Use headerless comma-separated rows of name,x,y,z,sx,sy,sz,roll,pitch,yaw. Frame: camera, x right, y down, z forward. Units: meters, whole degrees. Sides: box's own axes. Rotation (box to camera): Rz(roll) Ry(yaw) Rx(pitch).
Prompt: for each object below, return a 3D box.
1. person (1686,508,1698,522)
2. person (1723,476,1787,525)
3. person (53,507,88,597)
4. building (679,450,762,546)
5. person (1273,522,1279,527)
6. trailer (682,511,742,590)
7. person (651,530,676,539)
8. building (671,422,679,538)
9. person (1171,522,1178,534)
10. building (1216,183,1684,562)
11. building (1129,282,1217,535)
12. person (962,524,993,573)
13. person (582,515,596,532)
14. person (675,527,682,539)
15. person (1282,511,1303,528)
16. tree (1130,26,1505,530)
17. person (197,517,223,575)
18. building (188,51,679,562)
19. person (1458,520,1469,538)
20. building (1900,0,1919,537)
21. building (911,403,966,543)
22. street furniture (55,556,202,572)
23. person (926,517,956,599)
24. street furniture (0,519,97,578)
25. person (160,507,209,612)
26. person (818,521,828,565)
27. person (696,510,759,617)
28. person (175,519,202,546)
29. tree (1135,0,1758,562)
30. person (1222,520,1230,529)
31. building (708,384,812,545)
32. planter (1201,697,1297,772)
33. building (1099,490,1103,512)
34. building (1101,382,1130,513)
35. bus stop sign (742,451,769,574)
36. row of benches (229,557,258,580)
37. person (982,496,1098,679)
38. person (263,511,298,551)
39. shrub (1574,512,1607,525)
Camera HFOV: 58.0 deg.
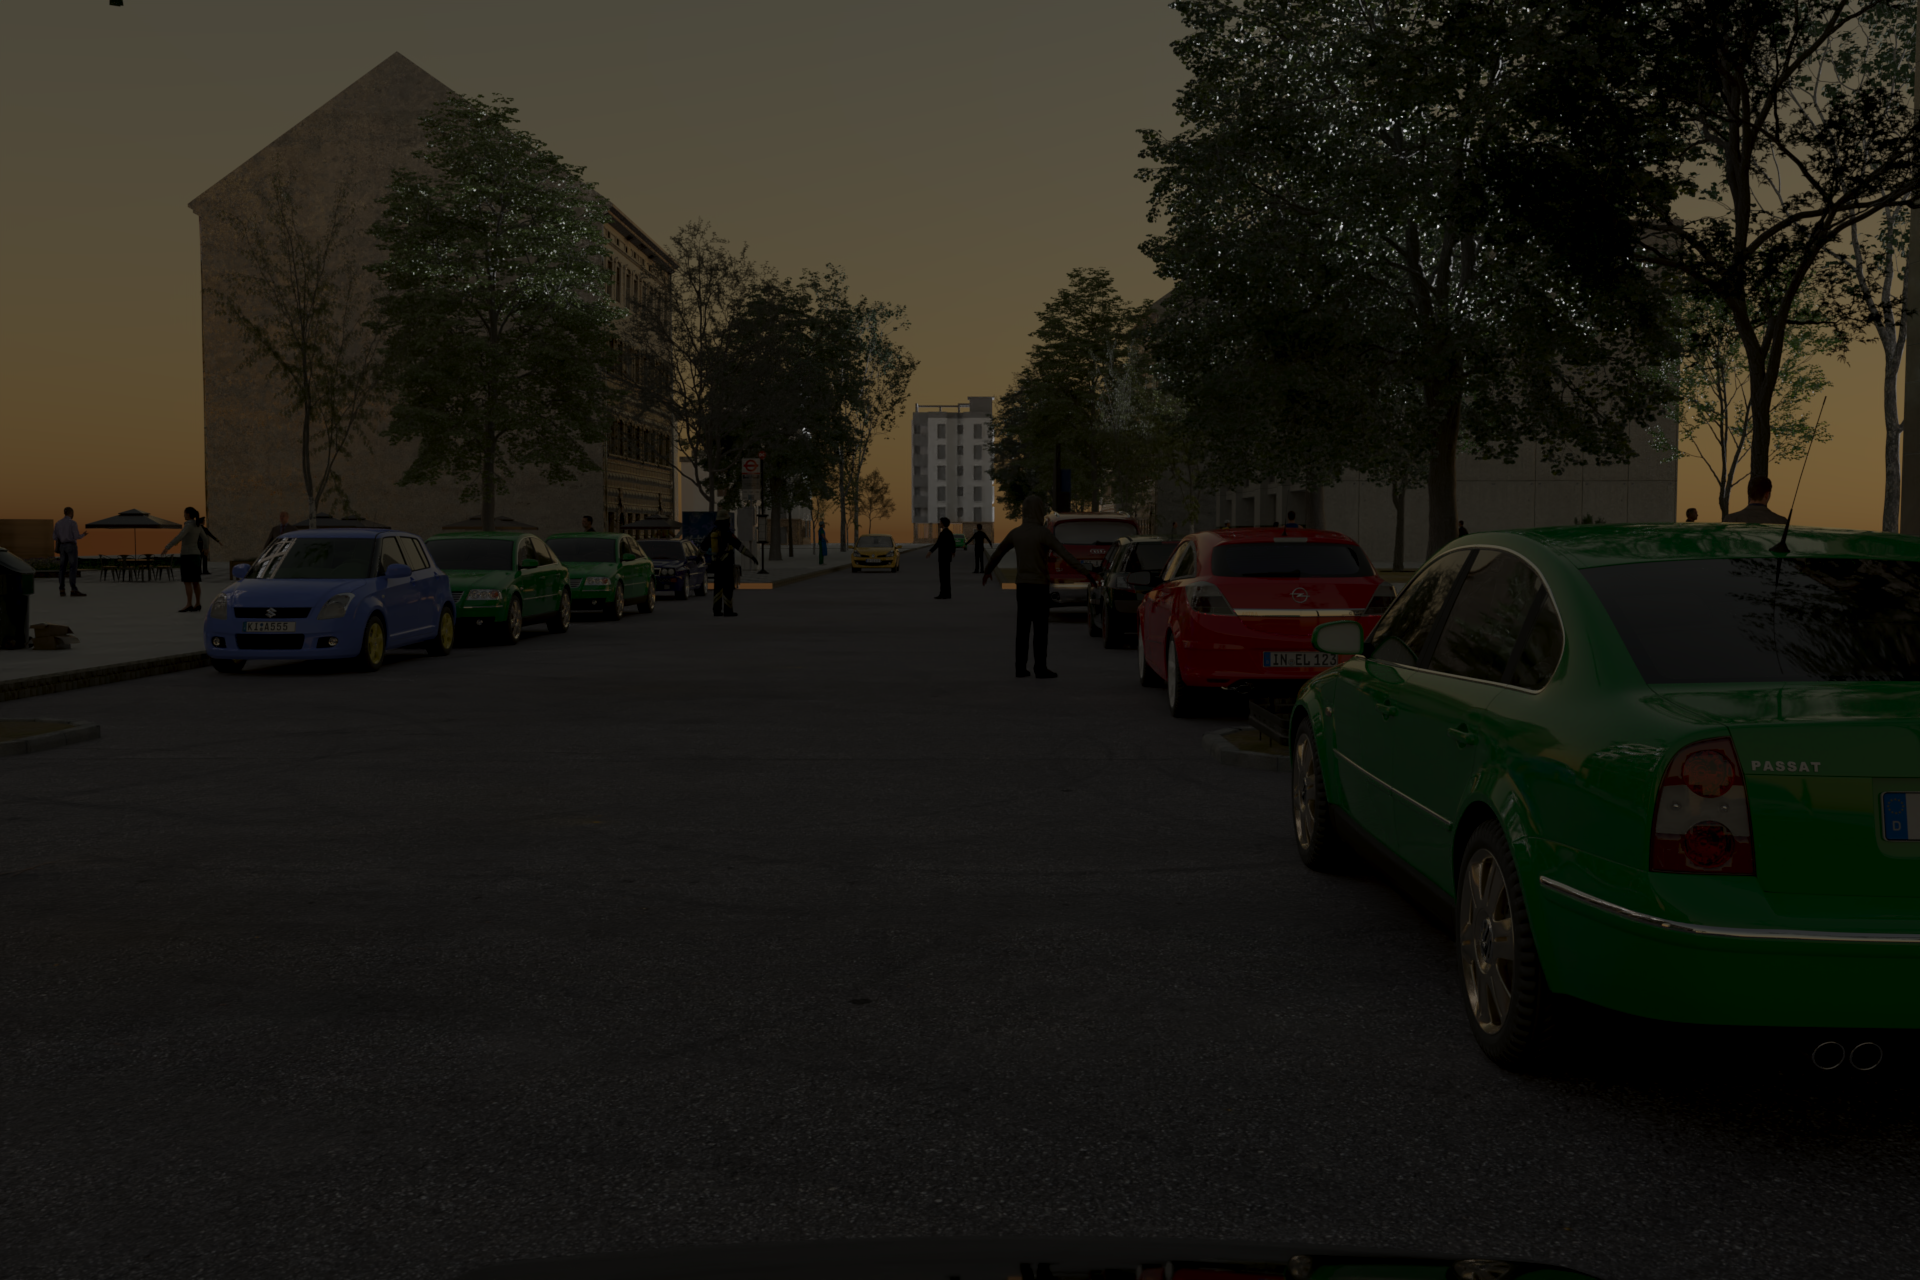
person,14.727,-1.753,34.846,0.705,1.807,1.348,2,4,33
person,6.626,-0.475,14.334,0.617,1.759,0.750,3,5,43
person,-18.245,-1.818,35.634,0.709,1.838,0.599,1,4,14
building,-25.776,-14.999,187.376,9.099,9.664,28.070,0,4,1
person,11.812,-3.529,64.416,1.216,1.740,0.721,3,5,42
trailer,-6.484,-2.272,44.198,1.471,1.999,3.904,0,4,0
person,-12.919,-4.284,75.815,1.354,1.858,0.705,-1,4,-12
building,-23.340,-10.664,116.508,9.099,9.664,28.070,0,4,1
person,9.173,-4.132,73.823,0.705,1.796,1.348,1,4,15
building,24.580,-13.951,94.562,16.747,18.905,31.486,0,4,1
building,22.342,-17.920,123.924,19.493,23.208,18.063,0,4,0
person,0.685,-3.338,63.220,1.347,1.806,0.705,-3,4,-36
person,-7.611,-1.635,35.329,0.704,1.812,1.346,-3,4,-37
person,-7.332,-2.499,47.044,0.705,1.806,1.347,3,4,37
person,7.493,-2.022,39.222,1.345,1.807,0.704,0,4,2
tree,8.770,-8.328,42.822,9.857,13.997,8.962,0,3,0
person,-23.937,-2.986,54.751,1.347,1.837,0.705,1,4,17
building,-25.525,-15.753,88.483,19.493,23.208,18.063,0,4,1
person,18.980,-3.638,65.706,1.346,1.802,0.704,-3,4,-38
building,27.008,-12.939,14.758,19.351,26.588,34.151,0,4,1
building,-6.427,-23.487,242.889,11.380,20.090,16.016,1,4,9
street furniture,-32.229,-2.784,61.150,10.072,0.657,5.734,-2,4,-24
person,-0.364,-1.814,38.309,0.705,1.806,1.347,2,4,25
street furniture,-30.575,-2.609,49.519,11.010,1.723,9.812,2,4,34
person,-12.741,-1.327,28.530,0.721,1.735,1.217,1,4,9
person,-5.656,-3.988,71.337,0.704,1.817,1.347,-1,4,-16
person,-4.107,-1.341,30.166,1.354,1.856,0.705,2,4,31
person,-23.624,-2.852,53.095,0.721,1.772,1.216,1,4,13
tree,8.191,-7.513,29.488,9.857,13.997,8.962,0,3,0
person,10.265,-3.699,66.455,0.705,1.833,1.349,-1,4,-19
building,-23.820,-21.414,206.544,16.016,20.090,11.380,0,4,0
planter,2.616,0.605,11.255,1.991,0.319,1.994,0,4,0
building,22.501,-16.568,213.038,9.099,9.664,28.070,0,4,1
building,25.477,-21.908,189.131,19.493,23.208,18.063,0,4,0
bus stop sign,-6.571,-4.098,55.701,0.855,3.939,0.416,0,4,2
row of benches,-18.224,-2.019,48.481,4.104,0.672,1.422,0,4,-5
person,0.743,-0.532,17.288,1.348,1.813,0.705,2,4,35
person,-14.091,-1.808,36.151,0.990,1.755,0.434,0,4,6
shrub,21.274,-3.311,58.550,1.690,2.028,1.600,0,3,0
